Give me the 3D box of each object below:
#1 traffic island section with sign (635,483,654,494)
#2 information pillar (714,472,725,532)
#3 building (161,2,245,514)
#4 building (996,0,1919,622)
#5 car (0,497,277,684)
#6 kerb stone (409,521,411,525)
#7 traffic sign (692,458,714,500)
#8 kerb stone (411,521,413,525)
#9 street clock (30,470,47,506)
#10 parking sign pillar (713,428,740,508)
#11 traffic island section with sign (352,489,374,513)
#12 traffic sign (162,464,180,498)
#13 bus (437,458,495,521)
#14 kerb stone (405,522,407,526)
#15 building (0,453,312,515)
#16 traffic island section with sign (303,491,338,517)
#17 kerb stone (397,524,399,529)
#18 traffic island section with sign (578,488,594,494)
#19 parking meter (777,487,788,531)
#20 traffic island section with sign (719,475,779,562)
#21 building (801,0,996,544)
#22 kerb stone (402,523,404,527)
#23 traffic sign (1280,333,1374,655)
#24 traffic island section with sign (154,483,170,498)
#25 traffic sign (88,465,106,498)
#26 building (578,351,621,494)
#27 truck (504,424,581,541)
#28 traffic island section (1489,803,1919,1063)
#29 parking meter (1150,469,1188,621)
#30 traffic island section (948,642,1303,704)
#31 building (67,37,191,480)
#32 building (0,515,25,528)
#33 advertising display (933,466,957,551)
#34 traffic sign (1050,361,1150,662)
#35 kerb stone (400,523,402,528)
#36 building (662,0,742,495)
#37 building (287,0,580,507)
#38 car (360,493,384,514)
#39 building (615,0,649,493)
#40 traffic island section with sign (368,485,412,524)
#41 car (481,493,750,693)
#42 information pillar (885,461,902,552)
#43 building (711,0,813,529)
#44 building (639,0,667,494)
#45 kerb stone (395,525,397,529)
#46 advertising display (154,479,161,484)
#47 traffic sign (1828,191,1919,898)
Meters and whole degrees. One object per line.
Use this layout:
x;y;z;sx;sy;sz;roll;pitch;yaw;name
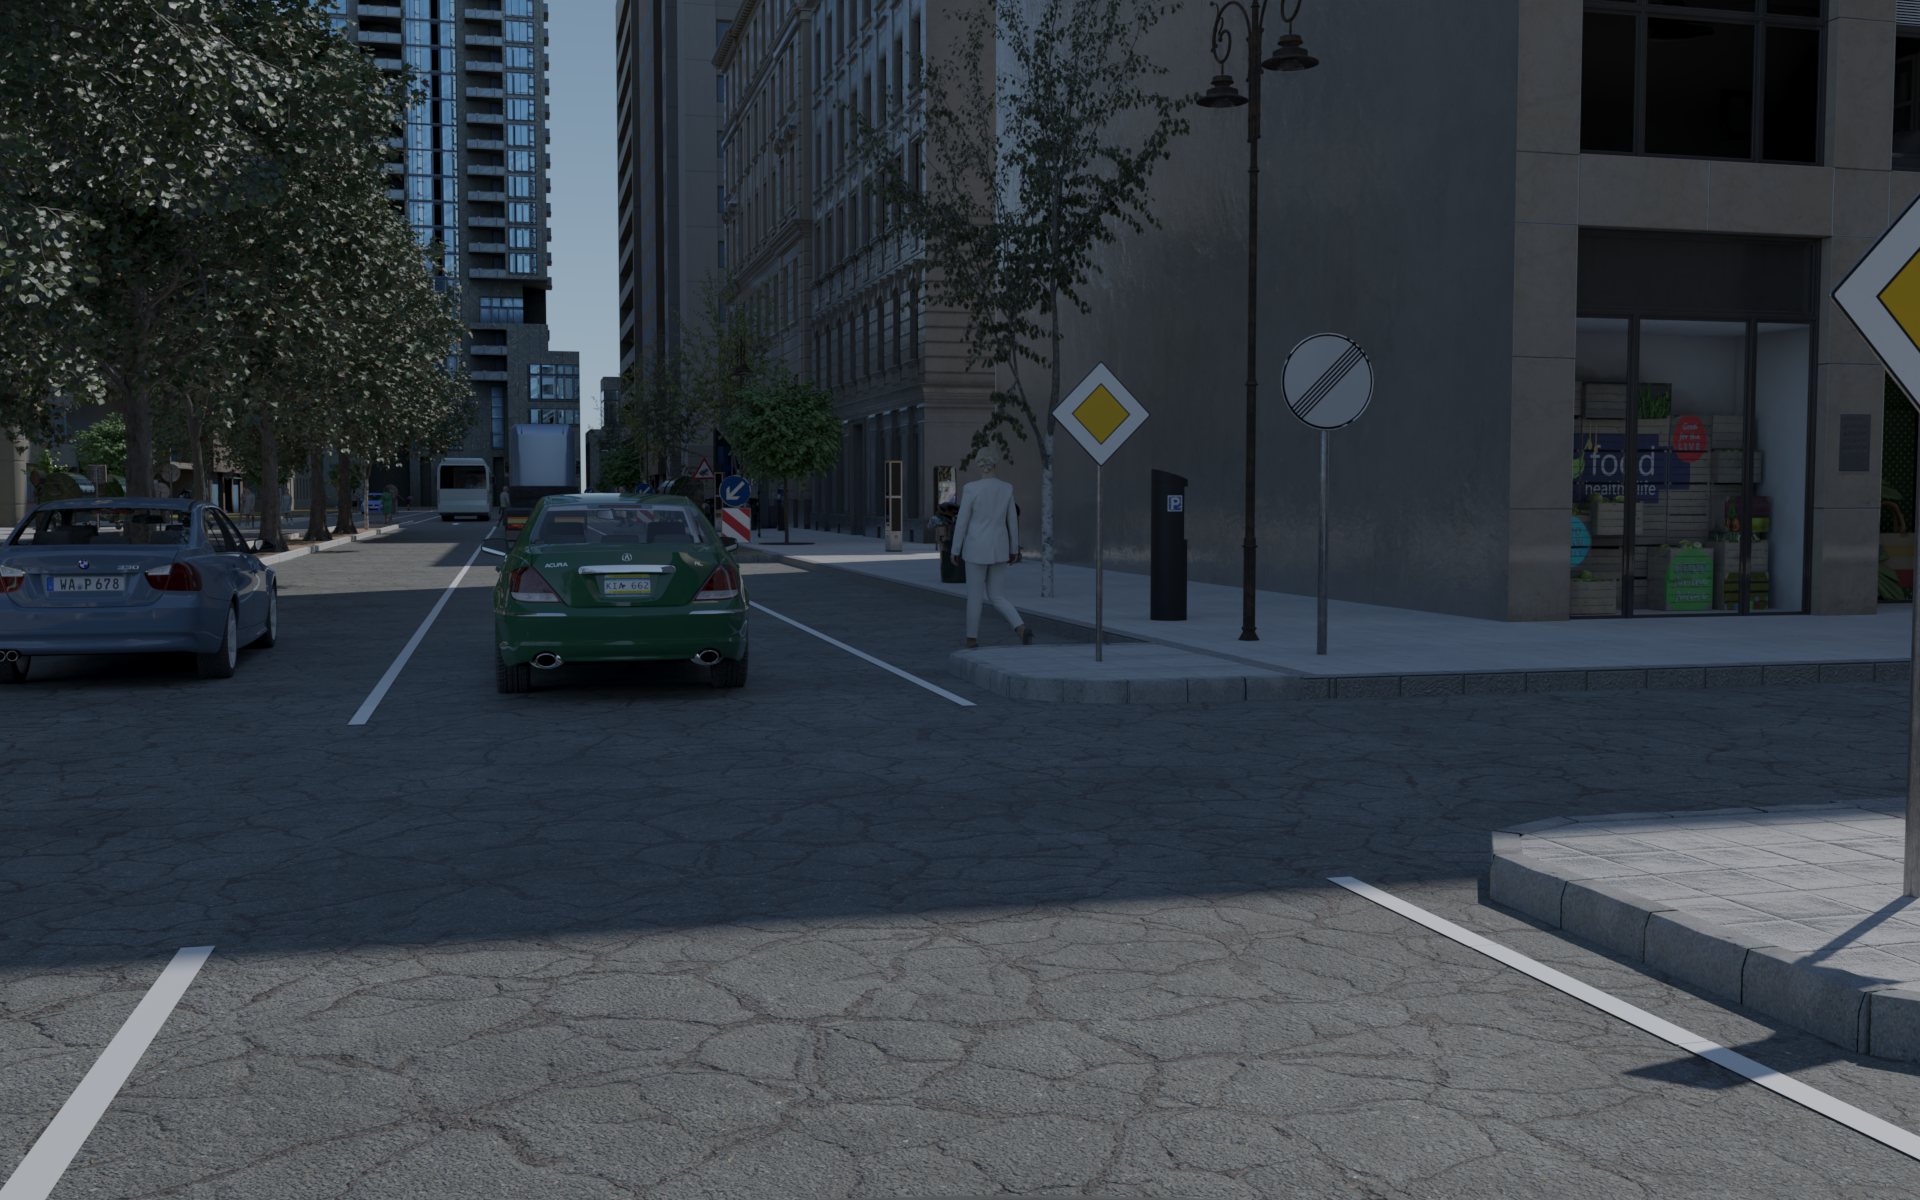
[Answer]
-11.674;-3.343;63.280;1.989;1.847;2.006;-1;4;-14;traffic island section with sign
-8.146;-3.319;58.753;0.304;2.012;0.304;0;4;6;information pillar
-54.807;-28.226;111.613;14.600;45.320;14.200;-1;4;-14;building
19.580;-13.790;29.981;34.151;26.468;19.350;-1;4;-14;building
-6.849;-0.153;14.509;2.014;1.417;4.499;-1;4;-15;car
-25.130;-3.451;78.615;0.120;0.150;1.000;-1;4;-14;kerb stone
-9.117;-3.780;61.811;0.884;2.594;0.081;-1;4;-12;traffic sign
-25.377;-3.511;79.618;0.120;0.150;1.000;-1;4;-14;kerb stone
-28.074;-2.950;52.800;0.471;2.002;0.358;2;4;28;street clock
-9.561;-5.051;71.055;1.447;3.967;1.447;2;4;28;parking sign pillar
-46.473;-7.670;134.026;1.989;1.847;2.006;-1;4;-14;traffic island section with sign
-33.232;-4.455;72.951;0.768;2.556;0.104;-1;4;-8;traffic sign
-27.056;-6.124;94.984;2.948;3.499;13.247;-1;4;-14;bus
-24.371;-3.265;75.628;0.120;0.150;1.000;-1;4;-14;kerb stone
-67.414;-17.722;134.793;28.899;21.520;27.650;-1;4;-14;building
-39.804;-6.072;107.905;1.989;1.847;2.006;-1;4;-14;traffic island section with sign
-23.103;-2.963;70.660;0.120;0.150;1.000;-1;4;-14;kerb stone
-24.132;-6.328;112.083;1.989;1.847;2.006;-1;4;-14;traffic island section with sign
-6.169;-3.176;60.336;0.372;1.533;0.369;0;3;0;parking meter
-5.017;-1.745;37.157;1.989;1.847;2.006;-1;4;-14;traffic island section with sign
1.389;-12.519;53.837;9.793;20.994;18.267;-1;4;-14;building
-23.856;-3.146;73.634;0.120;0.150;1.000;-1;4;-14;kerb stone
2.895;-0.836;13.777;0.768;2.556;0.104;-1;4;-9;traffic sign
-27.405;-3.096;59.254;1.989;1.847;2.006;-1;4;-14;traffic island section with sign
-30.219;-3.581;60.673;0.606;2.300;0.079;0;4;-7;traffic sign
-24.276;-53.263;183.522;31.000;86.520;22.319;-1;4;-14;building
-14.704;-4.369;61.199;2.967;4.110;18.799;-1;4;-14;truck
3.056;1.024;5.547;2.009;0.180;2.903;-1;4;-14;traffic island section
2.128;-0.564;17.630;0.372;1.533;0.369;0;3;0;parking meter
1.082;0.550;13.285;2.009;0.180;2.903;-1;4;-14;traffic island section
-56.686;-30.593;89.428;28.713;52.752;27.495;-1;4;-14;building
-47.970;-12.950;56.769;27.650;21.520;28.899;-1;4;-14;building
-0.339;-2.106;39.653;0.123;1.923;0.974;2;4;26;advertising display
1.061;-0.585;13.202;0.795;2.450;0.064;-1;4;-14;traffic sign
-23.604;-3.081;72.643;0.120;0.150;1.000;-1;4;-14;kerb stone
-8.334;-34.761;110.347;21.231;58.520;28.212;-1;4;-14;building
-55.254;-52.813;176.167;31.000;86.520;22.319;-1;4;-14;building
-41.581;-6.942;123.087;1.945;1.707;3.694;-1;4;-15;car
-18.047;-32.150;149.350;21.300;48.544;21.600;-1;4;-14;building
-27.400;-4.593;83.233;2.006;1.907;1.989;-1;4;-14;traffic island section with sign
-2.799;-0.137;14.043;2.131;1.459;4.920;-1;4;-13;car
-1.470;-2.075;38.415;0.304;2.012;0.304;-2;4;-23;information pillar
-3.203;-17.005;75.298;12.463;27.353;25.104;-1;4;-14;building
-16.542;-29.384;130.541;14.600;45.320;14.200;-1;4;-14;building
-22.847;-2.894;69.661;0.120;0.150;1.000;-1;4;-14;kerb stone
-34.189;-4.160;73.225;0.974;1.923;0.123;1;4;22;advertising display
3.035;-0.111;5.464;0.795;2.450;0.064;-1;4;-14;traffic sign
